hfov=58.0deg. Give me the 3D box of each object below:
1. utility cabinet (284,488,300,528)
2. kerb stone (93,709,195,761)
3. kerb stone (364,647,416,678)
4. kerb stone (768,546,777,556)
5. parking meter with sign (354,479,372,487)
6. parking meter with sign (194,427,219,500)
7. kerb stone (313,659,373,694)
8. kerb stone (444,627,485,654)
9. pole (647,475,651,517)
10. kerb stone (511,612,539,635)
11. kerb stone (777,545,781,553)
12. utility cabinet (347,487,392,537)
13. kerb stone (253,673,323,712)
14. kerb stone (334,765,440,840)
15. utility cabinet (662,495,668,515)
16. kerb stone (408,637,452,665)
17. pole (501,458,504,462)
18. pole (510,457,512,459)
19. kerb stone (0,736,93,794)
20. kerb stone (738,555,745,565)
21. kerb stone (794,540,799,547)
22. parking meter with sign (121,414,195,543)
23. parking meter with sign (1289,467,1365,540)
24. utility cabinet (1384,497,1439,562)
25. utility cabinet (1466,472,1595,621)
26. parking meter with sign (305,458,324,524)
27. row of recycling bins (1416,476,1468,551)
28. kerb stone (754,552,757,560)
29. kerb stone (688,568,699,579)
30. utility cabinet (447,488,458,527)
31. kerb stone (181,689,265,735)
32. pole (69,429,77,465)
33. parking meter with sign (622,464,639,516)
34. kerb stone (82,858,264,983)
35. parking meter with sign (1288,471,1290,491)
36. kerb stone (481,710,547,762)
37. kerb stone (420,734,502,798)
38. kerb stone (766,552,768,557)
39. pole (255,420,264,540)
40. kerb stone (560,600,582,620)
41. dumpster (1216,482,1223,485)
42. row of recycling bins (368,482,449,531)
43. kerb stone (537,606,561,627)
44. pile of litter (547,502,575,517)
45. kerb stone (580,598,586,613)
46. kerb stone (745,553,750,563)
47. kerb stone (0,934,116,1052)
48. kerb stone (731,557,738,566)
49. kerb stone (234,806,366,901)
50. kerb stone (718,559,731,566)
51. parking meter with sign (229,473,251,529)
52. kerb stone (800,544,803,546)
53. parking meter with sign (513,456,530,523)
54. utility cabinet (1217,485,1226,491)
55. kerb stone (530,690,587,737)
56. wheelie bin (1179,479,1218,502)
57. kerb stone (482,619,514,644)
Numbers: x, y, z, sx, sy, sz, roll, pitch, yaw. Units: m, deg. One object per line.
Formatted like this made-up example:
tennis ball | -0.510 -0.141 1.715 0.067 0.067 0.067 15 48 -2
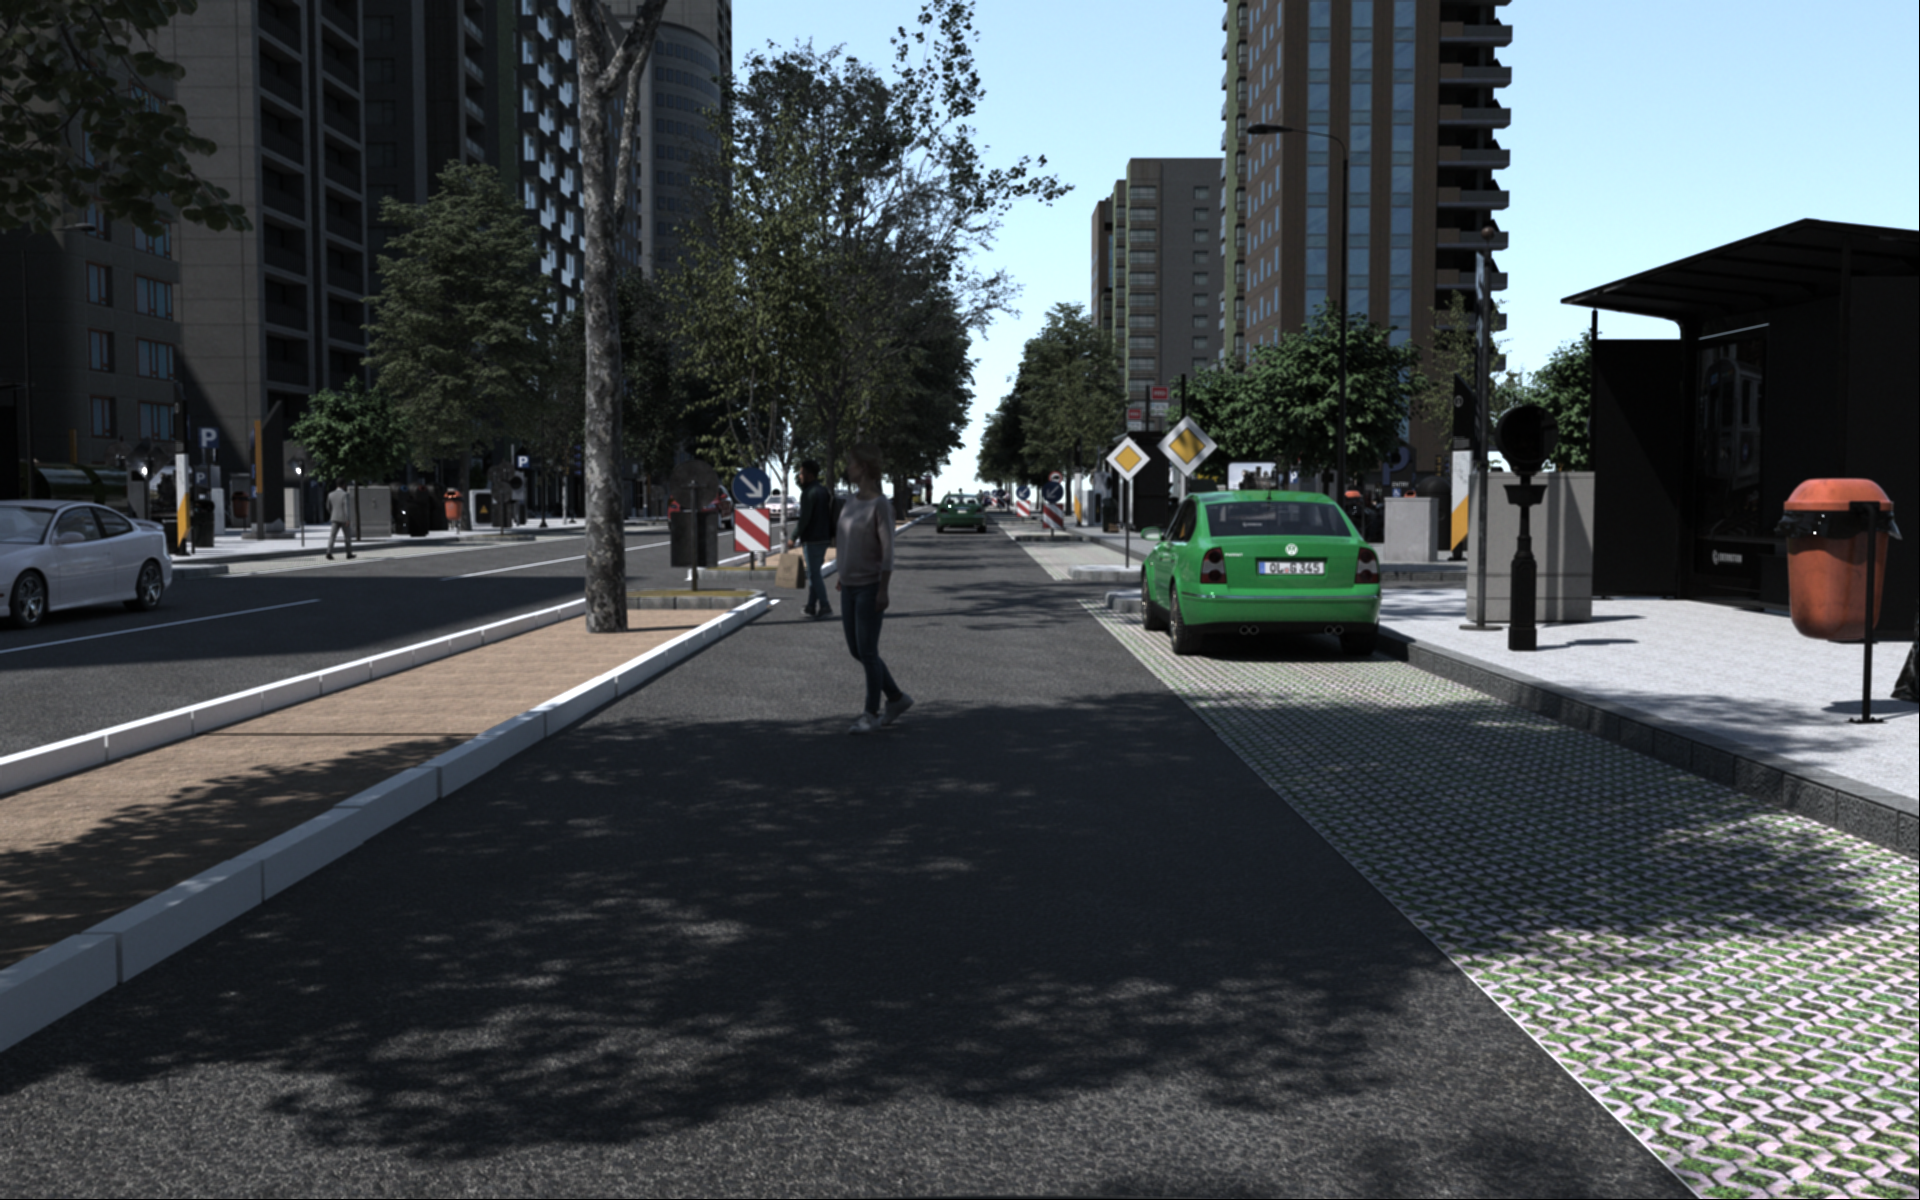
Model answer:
utility cabinet | -25.051 -3.404 64.327 1.173 1.500 0.318 2 4 25
kerb stone | -4.602 0.762 9.735 0.120 0.150 1.000 0 4 0
kerb stone | -4.586 0.512 13.824 0.120 0.150 1.000 0 4 0
kerb stone | -4.497 -1.150 40.992 0.120 0.150 1.000 0 4 0
parking meter with sign | -27.257 -5.067 79.100 1.738 3.016 0.543 0 4 0
parking meter with sign | -20.253 -3.038 45.939 1.738 3.016 0.543 3 5 44
kerb stone | -4.592 0.576 12.802 0.120 0.150 1.000 0 4 0
kerb stone | -4.582 0.387 15.875 0.120 0.150 1.000 0 4 0
pole | -17.072 -6.184 94.954 0.158 3.312 0.155 0 3 0
kerb stone | -4.571 0.261 17.923 0.120 0.150 1.000 0 4 0
kerb stone | -4.479 -1.212 42.014 0.120 0.150 1.000 0 4 0
utility cabinet | -17.376 -2.586 50.968 1.173 1.500 0.318 -2 4 -29
kerb stone | -4.600 0.637 11.780 0.120 0.150 1.000 0 4 0
kerb stone | -2.517 0.891 7.626 0.120 0.150 1.000 0 4 0
utility cabinet | -17.908 -5.753 105.217 0.306 1.237 1.020 1 4 19
kerb stone | -4.585 0.451 14.846 0.120 0.150 1.000 0 4 0
pole | -25.983 -6.399 98.461 0.158 3.312 0.155 0 3 0
pole | -24.394 -6.150 94.393 0.158 3.312 0.155 0 3 0
kerb stone | -4.605 0.825 8.704 0.120 0.150 1.000 0 4 0
kerb stone | -4.506 -0.771 34.858 0.120 0.150 1.000 0 4 0
kerb stone | -4.470 -1.463 46.116 0.120 0.150 1.000 0 4 0
parking meter with sign | -17.797 -2.546 37.890 1.738 3.016 0.543 0 4 4
parking meter with sign | 9.055 -2.825 42.452 1.738 3.016 0.543 0 4 7
utility cabinet | 8.582 -1.332 32.940 0.306 1.237 1.020 -3 5 -42
utility cabinet | 5.695 -0.528 17.320 1.173 1.500 0.318 0 4 -4
parking meter with sign | -27.659 -4.775 74.330 0.543 3.016 1.738 0 4 -4
row of recycling bins | 12.091 -1.953 39.046 3.534 1.692 1.069 1 4 19
kerb stone | -4.497 -0.900 36.904 0.120 0.150 1.000 0 4 0
kerb stone | -4.529 -0.460 29.727 0.120 0.150 1.000 0 4 0
utility cabinet | -19.791 -3.518 66.199 1.173 1.500 0.318 1 4 12
kerb stone | -4.599 0.700 10.757 0.120 0.150 1.000 0 4 0
pole | -27.761 -3.697 54.281 0.158 3.312 0.155 0 3 0
parking meter with sign | -19.359 -6.342 99.948 0.543 3.016 1.738 3 5 42
kerb stone | -2.511 1.017 5.572 0.120 0.150 1.000 0 4 0
parking meter with sign | 8.633 -2.899 43.658 1.738 3.016 0.543 -2 4 -31
kerb stone | -2.507 0.766 9.686 0.120 0.150 1.000 0 4 0
kerb stone | -2.499 0.829 8.659 0.120 0.150 1.000 0 4 0
kerb stone | -4.499 -1.023 38.948 0.120 0.150 1.000 0 4 0
pole | -19.451 -3.318 48.085 0.158 3.312 0.155 0 3 0
kerb stone | -4.556 0.139 19.969 0.120 0.150 1.000 0 4 0
dumpster | 7.733 -2.724 47.038 1.502 2.255 1.985 0 4 0
row of recycling bins | -19.054 -3.213 59.641 1.069 1.692 3.534 2 4 25
kerb stone | -4.568 0.204 18.946 0.120 0.150 1.000 0 4 0
pile of litter | -22.785 -5.188 98.783 1.719 0.858 1.176 1 4 10
kerb stone | -4.559 0.074 20.991 0.120 0.150 1.000 0 4 0
kerb stone | -4.499 -0.835 35.882 0.120 0.150 1.000 0 4 0
kerb stone | -2.521 1.079 4.549 0.120 0.150 1.000 0 4 0
kerb stone | -4.516 -0.712 33.836 0.120 0.150 1.000 0 4 0
kerb stone | -2.509 0.959 6.600 0.120 0.150 1.000 0 4 0
kerb stone | -4.519 -0.647 32.813 0.120 0.150 1.000 0 4 0
parking meter with sign | -26.707 -4.161 64.295 1.738 3.016 0.543 -2 4 -29
kerb stone | -4.459 -1.589 48.176 0.120 0.150 1.000 0 4 0
parking meter with sign | -19.735 -4.988 77.811 0.543 3.016 1.738 0 4 -5
utility cabinet | 6.907 -2.142 43.701 1.173 1.500 0.318 3 4 38
kerb stone | -2.495 0.702 10.711 0.120 0.150 1.000 0 4 0
wheelie bin | 5.058 -1.750 36.514 0.980 1.594 0.693 -2 4 -24
kerb stone | -4.569 0.324 16.901 0.120 0.150 1.000 0 4 0
